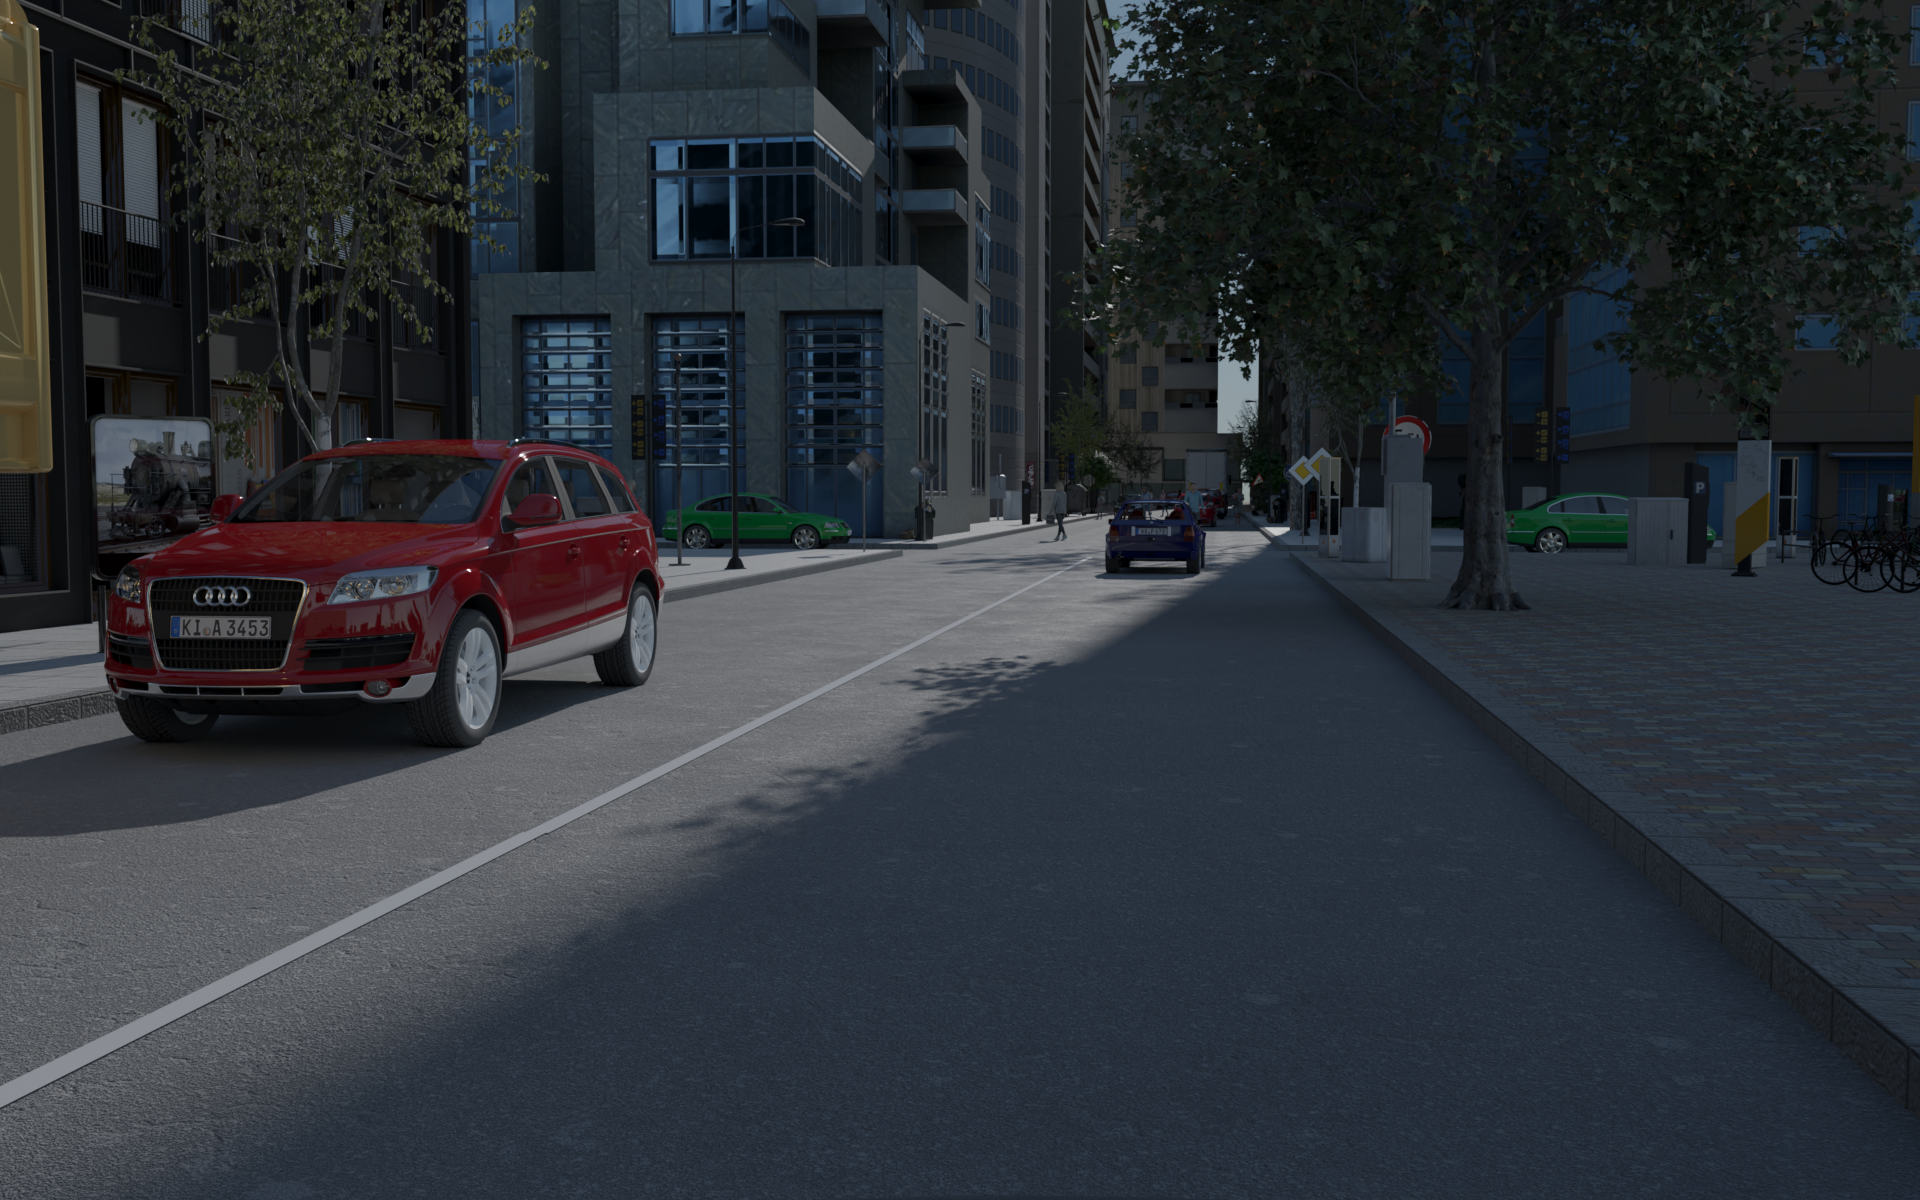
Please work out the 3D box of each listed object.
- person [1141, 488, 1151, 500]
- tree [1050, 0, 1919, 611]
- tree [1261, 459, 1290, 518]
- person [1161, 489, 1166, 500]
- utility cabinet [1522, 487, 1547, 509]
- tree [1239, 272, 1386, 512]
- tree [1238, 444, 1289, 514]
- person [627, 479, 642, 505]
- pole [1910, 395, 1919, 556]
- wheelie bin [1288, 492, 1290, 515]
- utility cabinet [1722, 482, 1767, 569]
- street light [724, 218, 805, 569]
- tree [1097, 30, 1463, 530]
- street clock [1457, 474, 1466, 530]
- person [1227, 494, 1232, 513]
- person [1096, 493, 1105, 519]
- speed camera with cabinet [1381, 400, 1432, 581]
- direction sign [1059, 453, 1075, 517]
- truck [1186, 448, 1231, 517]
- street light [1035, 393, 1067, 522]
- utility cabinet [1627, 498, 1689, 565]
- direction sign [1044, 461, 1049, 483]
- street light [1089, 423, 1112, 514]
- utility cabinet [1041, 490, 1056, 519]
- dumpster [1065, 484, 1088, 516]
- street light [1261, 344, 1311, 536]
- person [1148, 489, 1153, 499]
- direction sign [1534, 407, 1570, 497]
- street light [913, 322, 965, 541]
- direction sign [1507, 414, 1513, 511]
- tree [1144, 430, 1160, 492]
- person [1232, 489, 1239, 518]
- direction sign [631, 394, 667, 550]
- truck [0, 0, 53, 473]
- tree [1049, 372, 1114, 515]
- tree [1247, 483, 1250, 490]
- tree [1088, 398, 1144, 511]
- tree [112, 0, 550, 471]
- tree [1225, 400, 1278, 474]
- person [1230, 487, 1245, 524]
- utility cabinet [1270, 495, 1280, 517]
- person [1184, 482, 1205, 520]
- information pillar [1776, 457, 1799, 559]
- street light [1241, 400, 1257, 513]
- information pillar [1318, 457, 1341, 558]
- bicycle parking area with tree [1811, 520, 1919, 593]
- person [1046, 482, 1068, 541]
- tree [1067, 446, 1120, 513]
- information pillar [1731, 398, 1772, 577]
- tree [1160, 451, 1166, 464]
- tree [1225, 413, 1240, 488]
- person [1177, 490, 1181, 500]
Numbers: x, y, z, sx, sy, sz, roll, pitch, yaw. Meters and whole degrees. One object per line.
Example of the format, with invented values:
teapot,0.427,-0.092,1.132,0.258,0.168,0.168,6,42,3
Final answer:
person,10.363,-5.341,96.096,0.793,1.790,0.793,-1,4,-16
tree,5.782,-6.247,19.147,9.611,12.733,9.660,0,3,0
tree,17.568,-6.139,94.970,1.663,3.219,1.824,0,3,0
person,13.005,-6.182,110.159,0.643,1.750,0.593,0,4,5
utility cabinet,17.597,-2.714,53.052,0.318,1.500,1.173,0,4,-3
tree,10.765,-5.962,47.849,4.360,8.622,3.978,0,3,0
tree,19.591,-7.766,110.694,4.285,4.588,4.351,0,3,0
person,-8.239,-2.150,43.832,0.526,1.800,0.537,0,4,-3
pole,19.800,-2.569,35.846,0.158,3.312,0.155,0,3,0
wheelie bin,20.440,-5.989,105.824,0.980,1.594,0.693,-3,5,-40
utility cabinet,13.501,-1.292,29.802,1.173,1.500,0.318,-3,5,-44
street light,-3.309,-3.476,29.375,1.470,5.913,1.316,1,4,8
tree,10.980,-12.496,60.204,12.611,20.169,13.585,0,3,0
street clock,17.967,-3.499,61.786,0.471,2.002,0.358,-3,4,-39
person,19.910,-7.375,129.814,1.217,1.736,0.721,0,4,3
person,7.907,-5.309,97.891,0.523,1.515,0.503,2,4,32
speed camera with cabinet,6.791,-1.956,26.309,0.660,3.252,2.038,1,4,10
direction sign,5.877,-6.330,95.489,0.876,3.537,0.379,0,4,-7
truck,16.082,-7.539,112.182,2.839,4.237,11.283,1,4,10
street light,4.199,-6.553,79.686,1.470,5.913,1.316,1,4,8
utility cabinet,12.639,-1.236,31.365,1.020,1.237,0.306,-1,4,-9
direction sign,5.714,-7.732,118.412,0.876,3.537,0.379,-2,4,-33
street light,9.130,-8.562,112.532,1.470,5.913,1.316,1,4,8
utility cabinet,4.543,-4.772,86.706,0.318,1.500,1.173,-2,4,-35
dumpster,6.664,-5.764,99.992,1.264,1.857,1.865,1,4,9
street light,10.041,-4.922,53.011,1.470,5.913,1.316,1,4,8
person,13.105,-6.769,119.736,0.480,1.755,0.524,-2,4,-26
direction sign,15.415,-3.251,45.147,0.876,3.537,0.379,0,4,8
street light,-0.552,-4.557,47.045,1.470,5.913,1.316,1,4,8
direction sign,15.769,-3.531,49.726,0.379,3.537,0.876,1,4,10
tree,16.872,-13.428,169.915,4.360,8.622,3.978,0,3,0
person,16.776,-5.863,105.198,0.563,1.720,0.643,1,4,18
direction sign,-7.087,-2.905,39.489,0.876,3.537,0.379,1,4,18
truck,-5.068,-0.337,1.434,3.469,3.379,9.791,1,4,8
tree,7.204,-9.400,104.058,4.737,8.622,4.395,0,3,0
tree,26.668,-9.778,154.472,1.663,3.219,1.824,0,3,0
tree,11.515,-11.147,132.613,4.360,8.622,3.978,0,3,0
tree,-6.179,-4.069,16.891,4.360,8.622,3.978,0,3,0
tree,22.736,-11.234,134.045,4.737,8.622,4.395,0,3,0
person,13.405,-4.571,83.587,0.716,1.782,0.532,0,4,-7
utility cabinet,16.671,-4.927,91.723,0.306,1.237,1.020,2,4,26
person,7.617,-2.932,56.453,0.660,1.820,0.620,-1,4,-12
information pillar,16.487,-1.837,34.520,0.304,2.012,0.304,3,5,39
street light,14.771,-6.918,85.655,1.470,5.913,1.316,1,4,8
information pillar,7.410,-1.850,34.742,0.304,2.012,0.304,-2,4,-30
bicycle parking area with tree,15.160,-2.033,20.234,9.016,4.147,8.231,1,4,23
person,3.032,-2.736,53.408,0.709,1.800,0.728,-3,4,-38
tree,9.143,-8.378,120.693,4.285,4.588,4.351,0,3,0
information pillar,12.269,-2.167,26.792,0.504,3.616,0.183,3,5,43
tree,20.626,-14.914,194.213,4.360,8.622,3.978,0,3,0
tree,21.738,-10.826,127.360,4.360,8.622,3.978,0,3,0
person,19.818,-9.005,155.686,0.705,1.831,1.348,-1,4,-22
